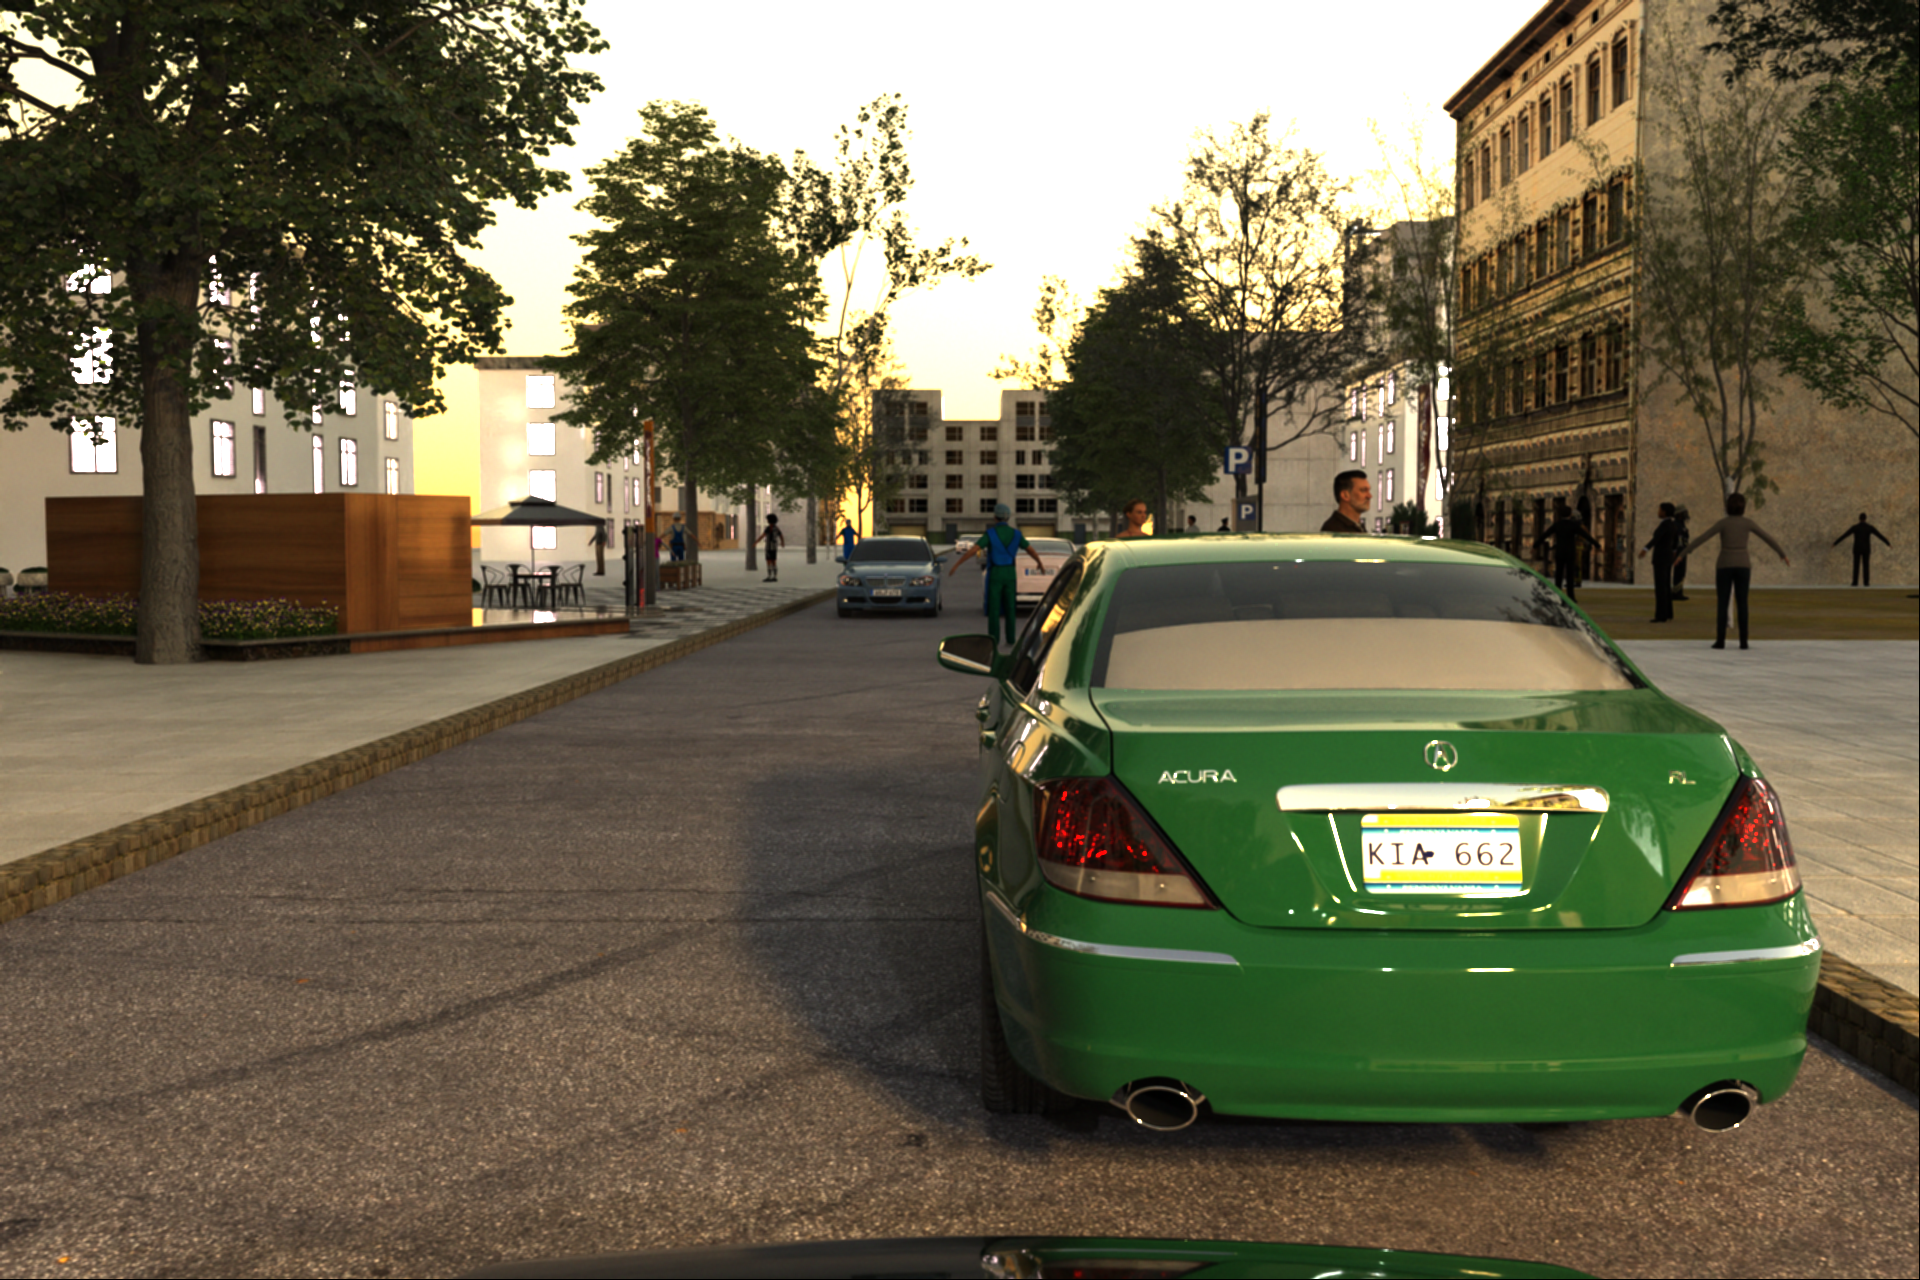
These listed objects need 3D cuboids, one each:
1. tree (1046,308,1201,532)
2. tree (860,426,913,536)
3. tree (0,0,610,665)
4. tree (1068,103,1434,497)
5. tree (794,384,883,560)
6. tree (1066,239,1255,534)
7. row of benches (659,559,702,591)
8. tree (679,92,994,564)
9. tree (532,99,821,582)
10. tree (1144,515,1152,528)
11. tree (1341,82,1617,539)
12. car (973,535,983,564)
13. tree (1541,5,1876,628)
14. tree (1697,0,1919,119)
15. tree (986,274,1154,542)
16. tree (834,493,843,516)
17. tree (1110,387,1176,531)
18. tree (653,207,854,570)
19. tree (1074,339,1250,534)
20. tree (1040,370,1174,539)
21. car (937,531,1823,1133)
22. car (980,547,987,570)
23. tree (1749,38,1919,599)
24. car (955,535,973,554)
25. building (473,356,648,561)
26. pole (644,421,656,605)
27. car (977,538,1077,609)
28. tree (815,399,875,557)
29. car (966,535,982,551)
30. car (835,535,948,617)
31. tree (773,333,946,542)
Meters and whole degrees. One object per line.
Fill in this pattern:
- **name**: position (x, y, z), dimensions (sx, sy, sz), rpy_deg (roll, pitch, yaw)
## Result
- **tree**: position (9.218, -11.518, 94.982), dimensions (9.857, 13.997, 8.962), rpy_deg (0, 3, 0)
- **tree**: position (-5.521, -10.313, 118.983), dimensions (4.737, 8.622, 4.395), rpy_deg (0, 3, 0)
- **tree**: position (-8.027, -6.745, 16.940), dimensions (9.857, 13.997, 8.962), rpy_deg (0, 3, 0)
- **tree**: position (8.267, -8.569, 50.466), dimensions (12.009, 13.543, 11.850), rpy_deg (0, 3, 0)
- **tree**: position (-6.234, -8.200, 84.428), dimensions (4.737, 8.622, 4.395), rpy_deg (0, 3, 0)
- **tree**: position (7.700, -9.107, 67.019), dimensions (7.486, 12.596, 7.792), rpy_deg (0, 3, 0)
- **row of benches**: position (-6.680, -1.571, 41.151), dimensions (1.422, 0.672, 4.104), rpy_deg (0, 4, -1)
- **tree**: position (-5.174, -13.332, 73.863), dimensions (12.611, 20.169, 13.585), rpy_deg (0, 3, 0)
- **tree**: position (-7.503, -7.838, 46.284), dimensions (7.486, 12.596, 7.792), rpy_deg (0, 3, 0)
- **tree**: position (25.082, -17.921, 211.132), dimensions (7.486, 12.596, 7.792), rpy_deg (0, 3, 0)
- **tree**: position (8.085, -4.819, 29.155), dimensions (4.360, 8.622, 3.978), rpy_deg (0, 3, 0)
- **car**: position (1.665, -4.608, 85.564), dimensions (2.015, 1.641, 3.980), rpy_deg (0, 3, 0)
- **tree**: position (10.770, -4.477, 23.554), dimensions (4.360, 8.622, 3.978), rpy_deg (0, 3, 0)
- **tree**: position (8.015, -4.634, 10.171), dimensions (7.601, 10.594, 8.767), rpy_deg (-1, 4, -9)
- **tree**: position (8.776, -16.607, 127.413), dimensions (12.611, 20.169, 13.585), rpy_deg (0, 3, 0)
- **tree**: position (-17.819, -17.031, 212.871), dimensions (7.601, 10.594, 8.767), rpy_deg (-1, 4, -9)
- **tree**: position (8.901, -8.281, 85.763), dimensions (4.360, 8.622, 3.978), rpy_deg (0, 3, 0)
- **tree**: position (-7.794, -8.738, 60.990), dimensions (7.486, 12.596, 7.792), rpy_deg (0, 3, 0)
- **tree**: position (9.001, -8.774, 77.865), dimensions (8.767, 10.594, 7.601), rpy_deg (1, 4, 15)
- **tree**: position (9.753, -12.354, 108.637), dimensions (9.857, 13.997, 8.962), rpy_deg (0, 3, 0)
- **car**: position (0.973, 0.373, 5.696), dimensions (2.131, 1.459, 4.920), rpy_deg (0, 4, 1)
- **car**: position (1.689, -3.674, 69.853), dimensions (2.009, 1.686, 4.222), rpy_deg (0, 4, 0)
- **tree**: position (19.753, -6.648, 34.455), dimensions (9.928, 11.665, 9.643), rpy_deg (0, 3, 0)
- **car**: position (0.673, -7.040, 127.472), dimensions (2.083, 1.381, 4.827), rpy_deg (0, 4, 1)
- **building**: position (-21.803, -9.406, 95.934), dimensions (9.099, 9.664, 28.070), rpy_deg (0, 4, 1)
- **pole**: position (-5.609, -2.292, 31.313), dimensions (0.158, 3.312, 0.155), rpy_deg (0, 3, 0)
- **car**: position (1.360, -1.181, 31.679), dimensions (2.083, 1.381, 4.827), rpy_deg (0, 3, 0)
- **tree**: position (-6.924, -8.829, 94.708), dimensions (4.360, 8.622, 3.978), rpy_deg (0, 3, 0)
- **car**: position (1.438, -6.421, 117.347), dimensions (2.083, 1.381, 4.827), rpy_deg (0, 4, 1)
- **car**: position (-1.217, -1.182, 31.326), dimensions (2.014, 1.417, 4.499), rpy_deg (0, 4, 1)
- **tree**: position (-5.881, -11.809, 103.445), dimensions (12.009, 13.543, 11.850), rpy_deg (0, 3, 0)
